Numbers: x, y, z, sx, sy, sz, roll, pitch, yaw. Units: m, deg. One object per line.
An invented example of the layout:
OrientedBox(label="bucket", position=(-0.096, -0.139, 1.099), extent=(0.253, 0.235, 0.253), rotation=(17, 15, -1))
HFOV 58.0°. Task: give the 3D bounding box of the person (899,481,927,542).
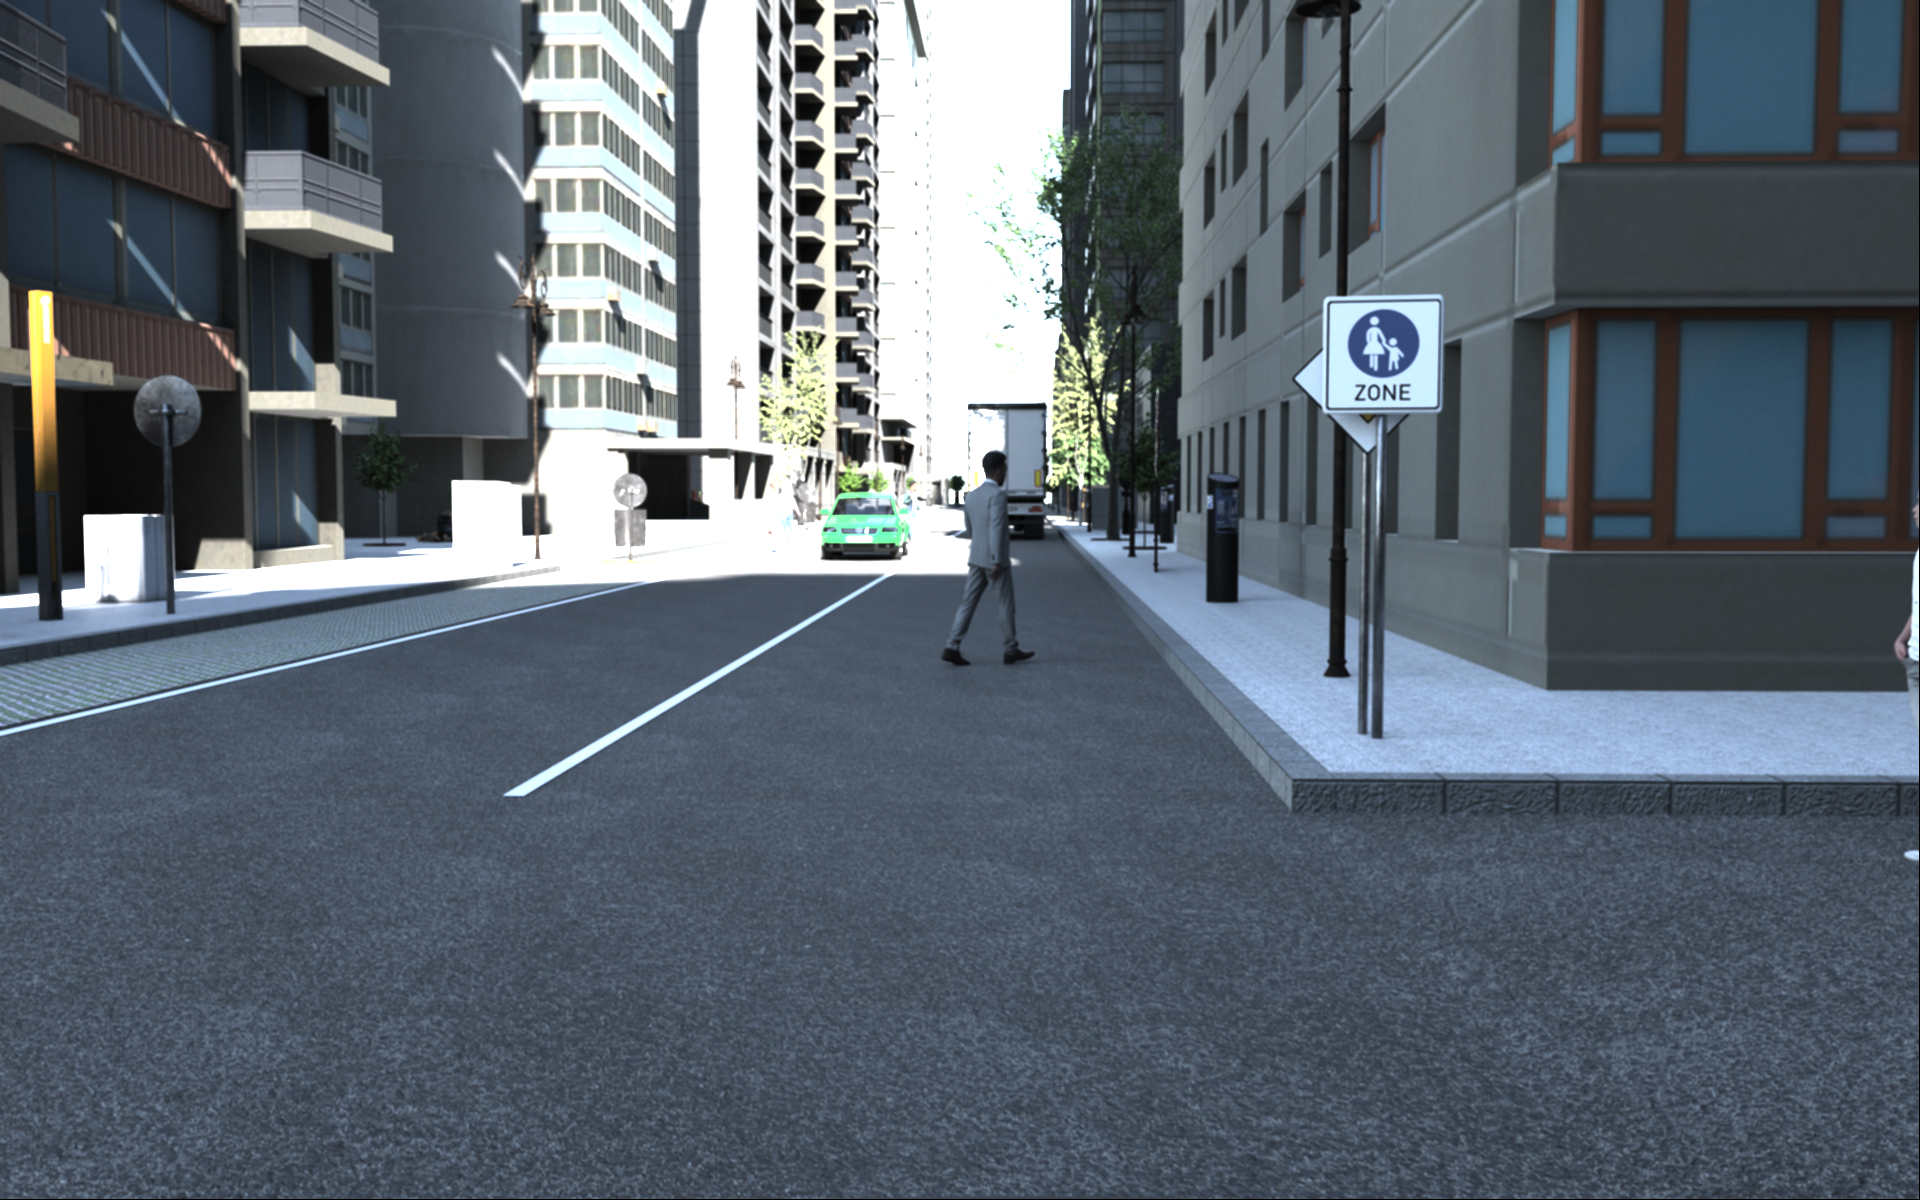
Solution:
OrientedBox(label="person", position=(-1.388, -2.620, 51.321), extent=(0.794, 1.824, 0.713), rotation=(-3, 5, -41))

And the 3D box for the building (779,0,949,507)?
OrientedBox(label="building", position=(-11.872, -48.451, 230.423), extent=(20.563, 71.187, 20.611), rotation=(0, 4, 2))

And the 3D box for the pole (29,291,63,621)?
OrientedBox(label="pole", position=(-9.252, -1.449, 17.529), extent=(0.158, 3.312, 0.155), rotation=(0, 3, 0))

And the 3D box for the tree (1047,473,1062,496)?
OrientedBox(label="tree", position=(8.293, -9.828, 155.288), extent=(1.663, 3.219, 1.824), rotation=(0, 3, 0))

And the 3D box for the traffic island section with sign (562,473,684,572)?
OrientedBox(label="traffic island section with sign", position=(-6.258, -1.461, 32.512), extent=(1.989, 1.847, 2.006), rotation=(0, 4, 2))

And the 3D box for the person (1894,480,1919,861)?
OrientedBox(label="person", position=(3.821, 0.273, 6.641), extent=(0.523, 1.515, 0.503), rotation=(-2, 4, -34))

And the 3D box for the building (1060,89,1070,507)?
OrientedBox(label="building", position=(17.354, -30.238, 177.983), extent=(14.154, 41.232, 14.086), rotation=(0, 4, 2))

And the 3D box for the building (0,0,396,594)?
OrientedBox(label="building", position=(-21.726, -22.586, 23.912), extent=(22.147, 44.769, 28.867), rotation=(0, 4, 2))

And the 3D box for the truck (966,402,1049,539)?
OrientedBox(label="truck", position=(1.649, -4.258, 58.539), extent=(2.839, 4.237, 11.283), rotation=(0, 4, 2))

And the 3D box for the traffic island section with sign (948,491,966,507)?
OrientedBox(label="traffic island section with sign", position=(-0.265, -11.222, 192.102), extent=(1.989, 1.847, 2.006), rotation=(0, 4, 2))

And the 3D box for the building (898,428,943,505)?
OrientedBox(label="building", position=(-18.531, -31.643, 209.238), extent=(32.217, 40.220, 23.993), rotation=(0, 4, 2))

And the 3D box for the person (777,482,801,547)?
OrientedBox(label="person", position=(-4.504, -2.275, 46.362), extent=(0.598, 1.740, 0.731), rotation=(2, 4, 29))

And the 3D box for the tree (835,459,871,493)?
OrientedBox(label="tree", position=(-6.127, -6.152, 95.187), extent=(1.663, 3.219, 1.824), rotation=(0, 3, 0))

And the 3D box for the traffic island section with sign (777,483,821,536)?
OrientedBox(label="traffic island section with sign", position=(-5.248, -3.108, 59.449), extent=(1.989, 1.847, 2.006), rotation=(0, 4, 2))

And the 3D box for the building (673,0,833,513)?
OrientedBox(label="building", position=(-15.022, -43.158, 143.892), extent=(20.563, 71.187, 20.611), rotation=(0, 4, 2))

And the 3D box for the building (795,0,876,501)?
OrientedBox(label="building", position=(-17.558, -28.468, 120.083), extent=(22.147, 44.769, 28.867), rotation=(0, 4, 2))

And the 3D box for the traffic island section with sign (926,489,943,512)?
OrientedBox(label="traffic island section with sign", position=(-2.360, -7.816, 136.427), extent=(1.989, 1.847, 2.006), rotation=(0, 4, 2))

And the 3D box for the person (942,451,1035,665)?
OrientedBox(label="person", position=(0.226, -0.353, 14.552), extent=(0.850, 1.792, 0.678), rotation=(-2, 4, -35))

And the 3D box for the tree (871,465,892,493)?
OrientedBox(label="tree", position=(-5.234, -7.275, 113.540), extent=(1.663, 3.219, 1.824), rotation=(0, 3, 0))

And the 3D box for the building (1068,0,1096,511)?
OrientedBox(label="building", position=(19.589, -36.801, 143.699), extent=(21.231, 58.520, 28.212), rotation=(0, 4, 2))

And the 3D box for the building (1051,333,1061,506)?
OrientedBox(label="building", position=(24.942, -21.696, 199.768), extent=(27.650, 21.520, 28.899), rotation=(0, 4, 2))

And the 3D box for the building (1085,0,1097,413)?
OrientedBox(label="building", position=(19.742, -30.280, 114.683), extent=(23.786, 49.044, 30.456), rotation=(0, 4, 2))

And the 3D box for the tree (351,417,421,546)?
OrientedBox(label="tree", position=(-14.208, -2.963, 43.039), extent=(1.663, 3.219, 1.824), rotation=(0, 3, 0))

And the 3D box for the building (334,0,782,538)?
OrientedBox(label="building", position=(-23.062, -22.423, 58.491), extent=(32.217, 40.220, 23.993), rotation=(0, 4, 2))

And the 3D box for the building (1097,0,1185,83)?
OrientedBox(label="building", position=(14.258, -25.006, 92.450), extent=(14.154, 41.232, 14.086), rotation=(0, 4, 2))

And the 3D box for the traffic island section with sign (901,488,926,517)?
OrientedBox(label="traffic island section with sign", position=(-3.372, -6.169, 109.491), extent=(1.989, 1.847, 2.006), rotation=(0, 4, 2))

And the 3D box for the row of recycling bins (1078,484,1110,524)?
OrientedBox(label="row of recycling bins", position=(5.974, -4.151, 74.977), extent=(1.069, 1.692, 3.534), rotation=(-1, 4, -12))

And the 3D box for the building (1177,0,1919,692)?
OrientedBox(label="building", position=(18.787, -10.940, 23.904), extent=(28.899, 21.520, 27.650), rotation=(0, 4, 2))

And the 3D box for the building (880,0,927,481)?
OrientedBox(label="building", position=(-18.426, -36.306, 182.844), extent=(28.713, 52.752, 27.495), rotation=(0, 4, 2))

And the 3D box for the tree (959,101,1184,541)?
OrientedBox(label="tree", position=(4.103, -7.445, 47.478), extent=(9.928, 11.665, 9.643), rotation=(0, 3, 0))

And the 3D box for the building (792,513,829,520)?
OrientedBox(label="building", position=(-17.600, -40.121, 94.223), extent=(20.563, 71.187, 20.611), rotation=(0, 4, 2))

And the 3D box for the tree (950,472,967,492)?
OrientedBox(label="tree", position=(-0.436, -15.968, 244.792), extent=(4.285, 4.588, 4.351), rotation=(0, 3, 0))

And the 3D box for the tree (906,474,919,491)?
OrientedBox(label="tree", position=(-4.513, -10.164, 160.781), extent=(1.663, 3.219, 1.824), rotation=(0, 3, 0))

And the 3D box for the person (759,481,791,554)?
OrientedBox(label="person", position=(-4.404, -1.950, 41.137), extent=(0.760, 1.731, 0.466), rotation=(-1, 4, -23))

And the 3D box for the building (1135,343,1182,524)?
OrientedBox(label="building", position=(19.130, -46.101, 66.425), extent=(22.319, 86.520, 31.000), rotation=(0, 4, 2))

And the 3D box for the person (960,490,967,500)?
OrientedBox(label="person", position=(0.611, -8.094, 140.858), extent=(1.348, 1.821, 0.705), rotation=(-1, 4, -10))

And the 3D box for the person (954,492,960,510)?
OrientedBox(label="person", position=(-0.313, -9.069, 158.250), extent=(0.593, 1.643, 0.415), rotation=(-2, 4, -31))
